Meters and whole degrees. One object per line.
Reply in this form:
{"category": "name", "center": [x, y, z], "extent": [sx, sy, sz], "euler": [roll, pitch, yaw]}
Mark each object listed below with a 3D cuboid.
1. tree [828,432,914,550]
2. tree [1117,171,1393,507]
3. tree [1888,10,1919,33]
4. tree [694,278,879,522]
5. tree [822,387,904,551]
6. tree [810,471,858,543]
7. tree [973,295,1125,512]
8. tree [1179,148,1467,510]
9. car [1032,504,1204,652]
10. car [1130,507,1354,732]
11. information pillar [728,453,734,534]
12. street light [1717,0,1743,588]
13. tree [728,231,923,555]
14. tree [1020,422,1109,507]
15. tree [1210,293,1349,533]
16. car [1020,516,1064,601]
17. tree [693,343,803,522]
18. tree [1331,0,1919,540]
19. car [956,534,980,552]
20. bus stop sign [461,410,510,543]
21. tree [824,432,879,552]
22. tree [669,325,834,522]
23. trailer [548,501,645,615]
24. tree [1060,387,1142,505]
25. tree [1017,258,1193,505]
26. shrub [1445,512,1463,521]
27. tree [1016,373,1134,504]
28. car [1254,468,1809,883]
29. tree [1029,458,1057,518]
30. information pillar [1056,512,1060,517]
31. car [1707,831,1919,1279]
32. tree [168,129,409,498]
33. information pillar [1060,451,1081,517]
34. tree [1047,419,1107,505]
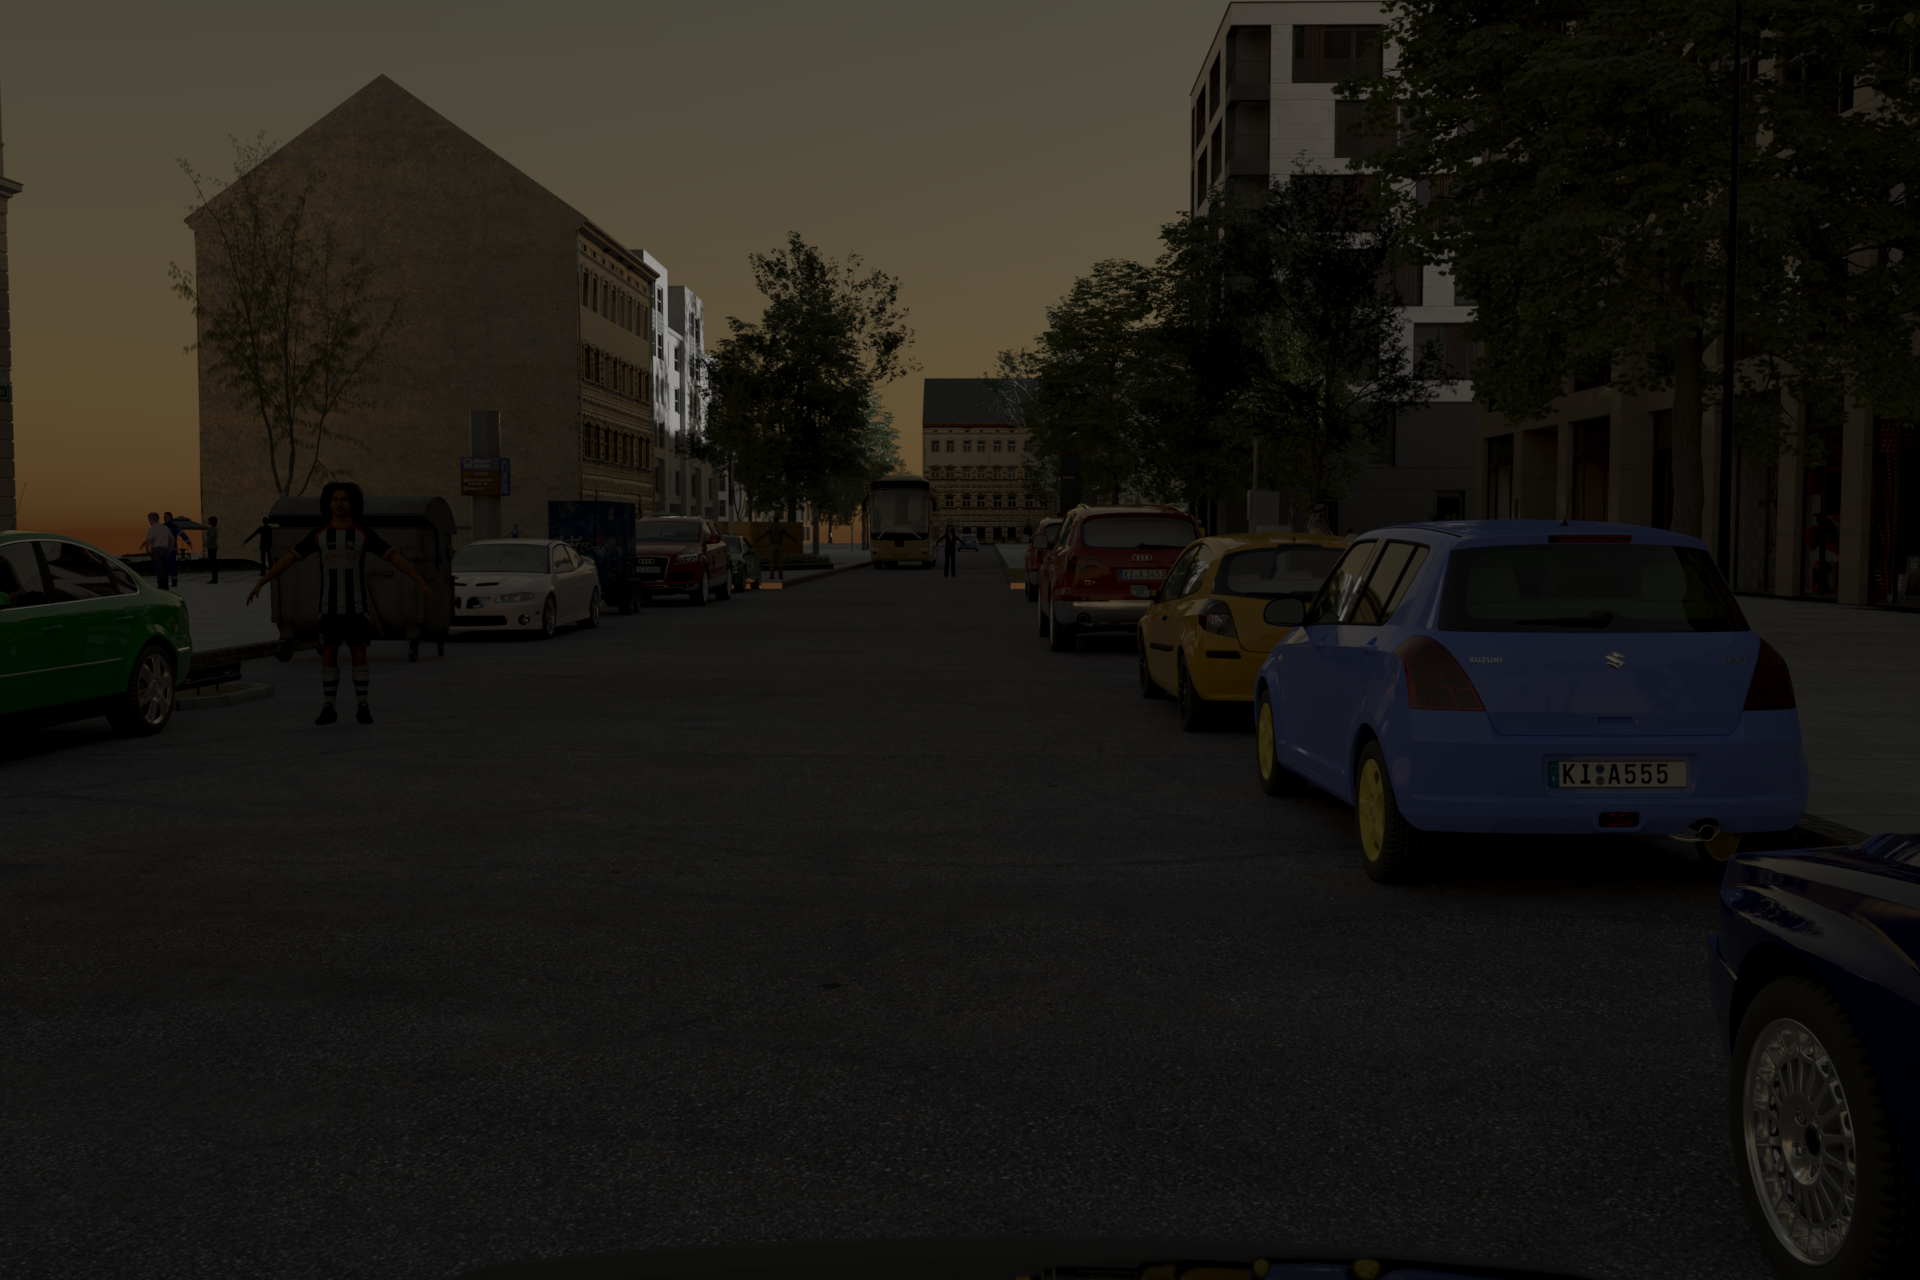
{"category": "tree", "center": [-7.497, -12.794, 143.589], "extent": [8.767, 10.594, 7.601], "euler": [1, 4, 20]}
{"category": "tree", "center": [10.400, -9.402, 60.383], "extent": [9.857, 13.997, 8.962], "euler": [0, 3, 0]}
{"category": "tree", "center": [8.278, -3.677, 10.475], "extent": [4.737, 8.622, 4.395], "euler": [0, 3, 0]}
{"category": "tree", "center": [-8.641, -11.104, 88.213], "extent": [9.857, 13.997, 8.962], "euler": [0, 3, 0]}
{"category": "tree", "center": [-7.734, -13.182, 133.647], "extent": [7.486, 12.596, 7.792], "euler": [0, 3, 0]}
{"category": "tree", "center": [-18.003, -20.456, 241.118], "extent": [9.857, 13.997, 8.962], "euler": [0, 3, 0]}
{"category": "tree", "center": [7.331, -17.401, 140.395], "extent": [12.611, 20.169, 13.585], "euler": [0, 3, 0]}
{"category": "tree", "center": [8.651, -6.638, 42.938], "extent": [7.601, 10.594, 8.767], "euler": [-2, 4, -34]}
{"category": "car", "center": [2.106, -0.851, 22.593], "extent": [2.281, 1.827, 5.304], "euler": [0, 3, 0]}
{"category": "car", "center": [2.440, -0.230, 13.977], "extent": [2.015, 1.641, 3.980], "euler": [0, 4, 0]}
{"category": "information pillar", "center": [-6.626, -3.597, 50.158], "extent": [0.183, 3.616, 0.504], "euler": [0, 4, 1]}
{"category": "street light", "center": [6.713, -2.527, 13.864], "extent": [1.470, 5.913, 1.316], "euler": [0, 4, 1]}
{"category": "tree", "center": [-8.549, -15.357, 106.981], "extent": [12.611, 20.169, 13.585], "euler": [0, 3, 0]}
{"category": "tree", "center": [8.043, -11.831, 127.856], "extent": [7.601, 10.594, 8.767], "euler": [-1, 4, -15]}
{"category": "tree", "center": [9.851, -6.226, 52.156], "extent": [4.737, 8.622, 4.395], "euler": [0, 3, 0]}
{"category": "car", "center": [2.479, -1.816, 38.361], "extent": [2.281, 1.827, 5.304], "euler": [0, 4, 1]}
{"category": "tree", "center": [-8.718, -7.153, 67.310], "extent": [4.360, 8.622, 3.978], "euler": [0, 3, 0]}
{"category": "tree", "center": [7.841, -6.198, 19.473], "extent": [7.486, 12.596, 7.792], "euler": [0, 3, 0]}
{"category": "car", "center": [0.656, -7.990, 142.638], "extent": [2.014, 1.417, 4.499], "euler": [0, 4, 0]}
{"category": "bus stop sign", "center": [-10.171, -2.946, 37.180], "extent": [0.837, 3.901, 0.837], "euler": [0, 3, 0]}
{"category": "tree", "center": [-7.785, -10.645, 124.415], "extent": [4.360, 8.622, 3.978], "euler": [0, 3, 0]}
{"category": "tree", "center": [-9.041, -8.681, 76.351], "extent": [8.767, 10.594, 7.601], "euler": [2, 4, 33]}
{"category": "trailer", "center": [-6.534, -1.422, 30.302], "extent": [1.471, 1.999, 3.904], "euler": [0, 4, 1]}
{"category": "tree", "center": [6.471, -8.235, 85.012], "extent": [4.360, 8.622, 3.978], "euler": [0, 3, 0]}
{"category": "tree", "center": [6.080, -9.421, 72.163], "extent": [7.486, 12.596, 7.792], "euler": [0, 3, 0]}
{"category": "shrub", "center": [17.441, -3.500, 61.265], "extent": [1.661, 2.075, 1.752], "euler": [0, 3, 0]}
{"category": "tree", "center": [7.538, -11.432, 112.661], "extent": [9.928, 11.665, 9.643], "euler": [0, 3, 0]}
{"category": "car", "center": [2.507, 0.073, 8.404], "extent": [1.945, 1.707, 3.694], "euler": [0, 4, -1]}
{"category": "tree", "center": [7.598, -12.229, 150.311], "extent": [4.360, 8.622, 3.978], "euler": [0, 3, 0]}
{"category": "information pillar", "center": [3.313, -3.226, 57.239], "extent": [0.304, 2.012, 0.304], "euler": [0, 4, 2]}
{"category": "car", "center": [2.394, 0.646, 2.025], "extent": [1.945, 1.354, 3.894], "euler": [0, 4, 0]}
{"category": "tree", "center": [-12.682, -5.014, 32.346], "extent": [4.360, 8.622, 3.978], "euler": [0, 3, 0]}
{"category": "information pillar", "center": [3.463, -3.986, 54.542], "extent": [0.750, 3.857, 0.750], "euler": [0, 4, 1]}
{"category": "tree", "center": [6.856, -9.303, 102.471], "extent": [4.360, 8.622, 3.978], "euler": [0, 3, 0]}
